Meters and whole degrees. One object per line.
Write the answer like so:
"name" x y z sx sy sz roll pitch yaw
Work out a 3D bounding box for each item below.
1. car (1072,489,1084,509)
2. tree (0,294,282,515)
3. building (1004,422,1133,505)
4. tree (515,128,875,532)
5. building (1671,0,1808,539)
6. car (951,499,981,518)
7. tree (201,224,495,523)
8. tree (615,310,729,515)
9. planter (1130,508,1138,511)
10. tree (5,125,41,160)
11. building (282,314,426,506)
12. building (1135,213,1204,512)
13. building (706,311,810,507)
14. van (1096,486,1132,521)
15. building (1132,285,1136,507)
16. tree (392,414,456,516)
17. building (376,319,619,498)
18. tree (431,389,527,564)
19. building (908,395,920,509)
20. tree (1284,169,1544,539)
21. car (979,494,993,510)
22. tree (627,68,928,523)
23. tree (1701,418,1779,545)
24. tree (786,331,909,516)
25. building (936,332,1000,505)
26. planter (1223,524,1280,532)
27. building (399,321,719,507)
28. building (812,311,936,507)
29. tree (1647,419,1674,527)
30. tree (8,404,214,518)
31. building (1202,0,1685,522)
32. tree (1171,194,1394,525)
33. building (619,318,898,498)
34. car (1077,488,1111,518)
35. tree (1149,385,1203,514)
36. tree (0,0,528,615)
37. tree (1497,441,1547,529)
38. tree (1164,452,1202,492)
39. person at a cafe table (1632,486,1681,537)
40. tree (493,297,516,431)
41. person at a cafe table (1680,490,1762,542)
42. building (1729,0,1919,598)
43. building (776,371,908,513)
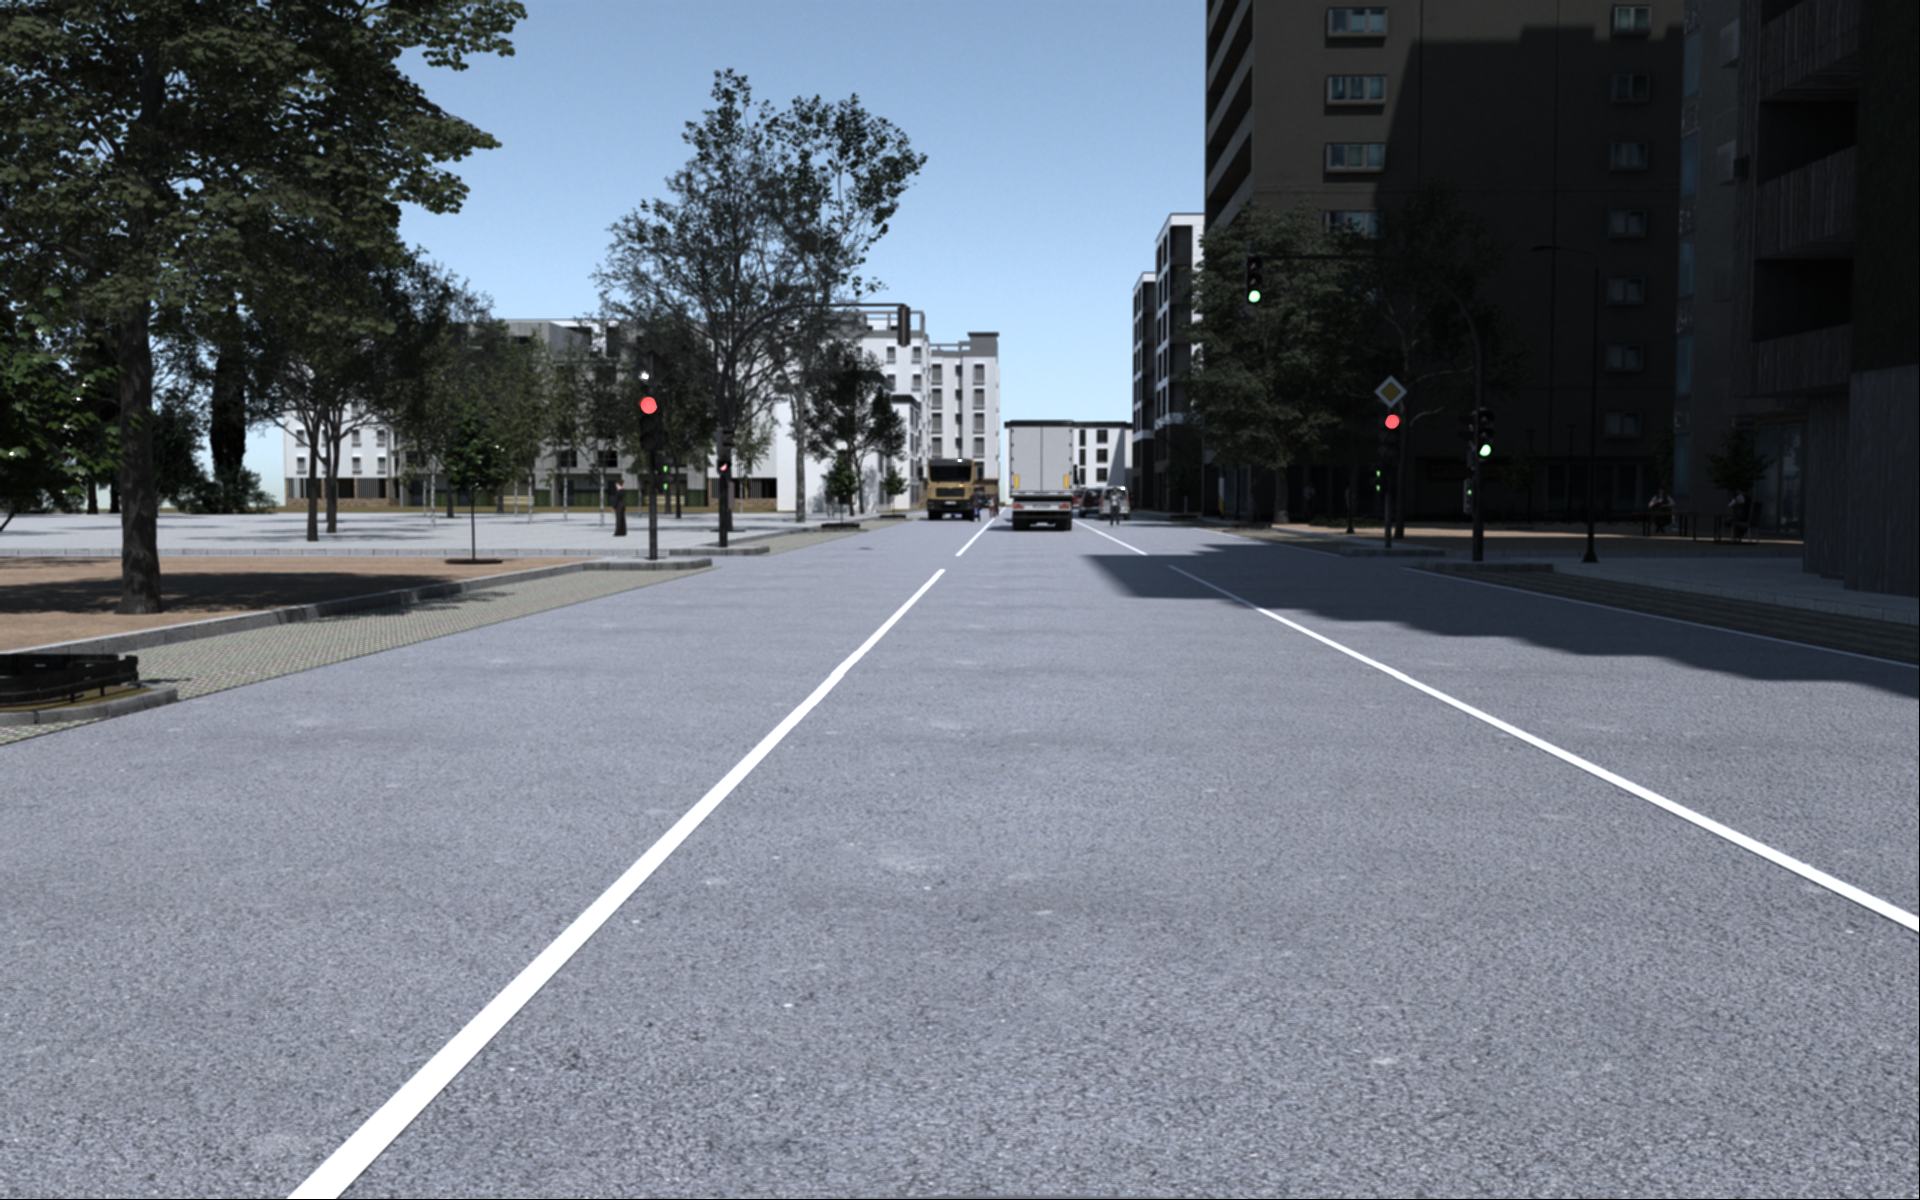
"car" 9.506 -8.001 139.484 2.281 1.827 5.304 0 4 0
"tree" -52.638 -12.859 112.065 18.604 14.587 13.155 0 4 -4
"building" 19.302 -16.070 204.884 28.070 9.664 9.099 0 4 2
"tree" -7.814 -9.056 58.430 12.009 13.543 11.850 0 3 0
"building" 37.954 -26.350 50.424 30.456 49.044 23.786 0 4 2
"car" 0.298 -5.884 105.801 1.945 1.707 3.694 0 4 1
"tree" -28.584 -10.241 77.815 12.009 13.543 11.850 0 3 0
"tree" -17.798 -11.577 107.416 7.486 12.596 7.792 0 3 0
"planter" 13.617 -7.443 142.832 1.991 0.319 1.994 0 4 2
"tree" -18.038 -5.747 28.377 7.601 10.594 8.767 2 4 32
"building" -64.112 -20.165 186.125 11.380 20.091 16.016 0 4 2
"building" 29.786 -18.233 142.092 27.936 21.610 32.646 0 4 2
"building" -20.314 -20.139 185.690 11.380 20.091 16.016 0 4 2
"van" 8.455 -5.377 94.927 2.013 2.044 4.112 0 4 3
"building" 31.288 -20.267 175.343 27.936 21.610 32.646 0 4 2
"tree" -31.248 -9.216 101.046 4.360 8.622 3.978 0 3 0
"building" -55.497 -22.800 216.747 32.646 21.610 27.936 0 4 2
"tree" -8.972 -2.278 31.850 1.663 3.219 1.824 0 3 0
"building" -8.205 -13.350 160.426 9.099 9.664 28.070 0 4 2
"tree" 12.926 -7.029 49.330 7.601 10.594 8.767 0 4 -3
"car" 2.546 -9.031 157.450 2.009 1.686 4.222 0 4 2
"tree" -8.186 -13.595 78.171 12.611 20.169 13.585 0 3 0
"tree" 19.745 -3.031 44.166 1.663 3.219 1.824 0 3 0
"tree" -6.589 -10.124 99.939 7.601 10.594 8.767 0 4 -5
"building" -0.951 -21.545 208.673 11.380 20.091 16.016 0 4 2
"planter" 11.008 -2.727 65.720 1.991 0.319 1.994 0 4 2
"building" -41.753 -19.538 185.899 31.486 18.905 16.747 0 4 2
"building" -8.944 -20.109 185.198 11.380 20.091 16.016 0 4 2
"tree" 28.401 -5.118 67.394 4.285 4.588 4.351 0 3 0
"tree" -49.297 -8.145 96.082 20.602 7.101 11.467 1 4 10
"building" 24.326 -28.411 88.220 21.300 48.544 21.600 0 4 2
"tree" 13.492 -10.164 72.839 9.857 13.997 8.962 0 3 0
"building" -22.728 -22.750 215.938 32.646 21.610 27.936 0 4 2
"car" 8.307 -5.929 105.609 2.281 1.827 5.304 0 4 2
"tree" 14.521 -9.886 111.999 4.360 8.622 3.978 0 3 0
"tree" -8.459 -6.138 18.476 7.486 12.596 7.792 0 3 0
"tree" 20.516 -4.233 63.813 1.663 3.219 1.824 0 3 0
"tree" 16.032 -8.507 122.806 4.285 4.588 4.351 0 3 0
"person at a cafe table" 21.069 -2.653 51.895 1.698 1.524 1.622 1 4 12
"tree" -27.094 -11.056 91.142 12.009 13.543 11.850 0 3 0
"person at a cafe table" 20.780 -2.341 46.792 1.698 1.524 1.622 -3 4 -36
"building" 18.977 -15.445 24.231 14.160 30.474 14.107 0 4 2
"building" -9.607 -11.605 131.885 9.099 9.664 28.070 0 4 2
